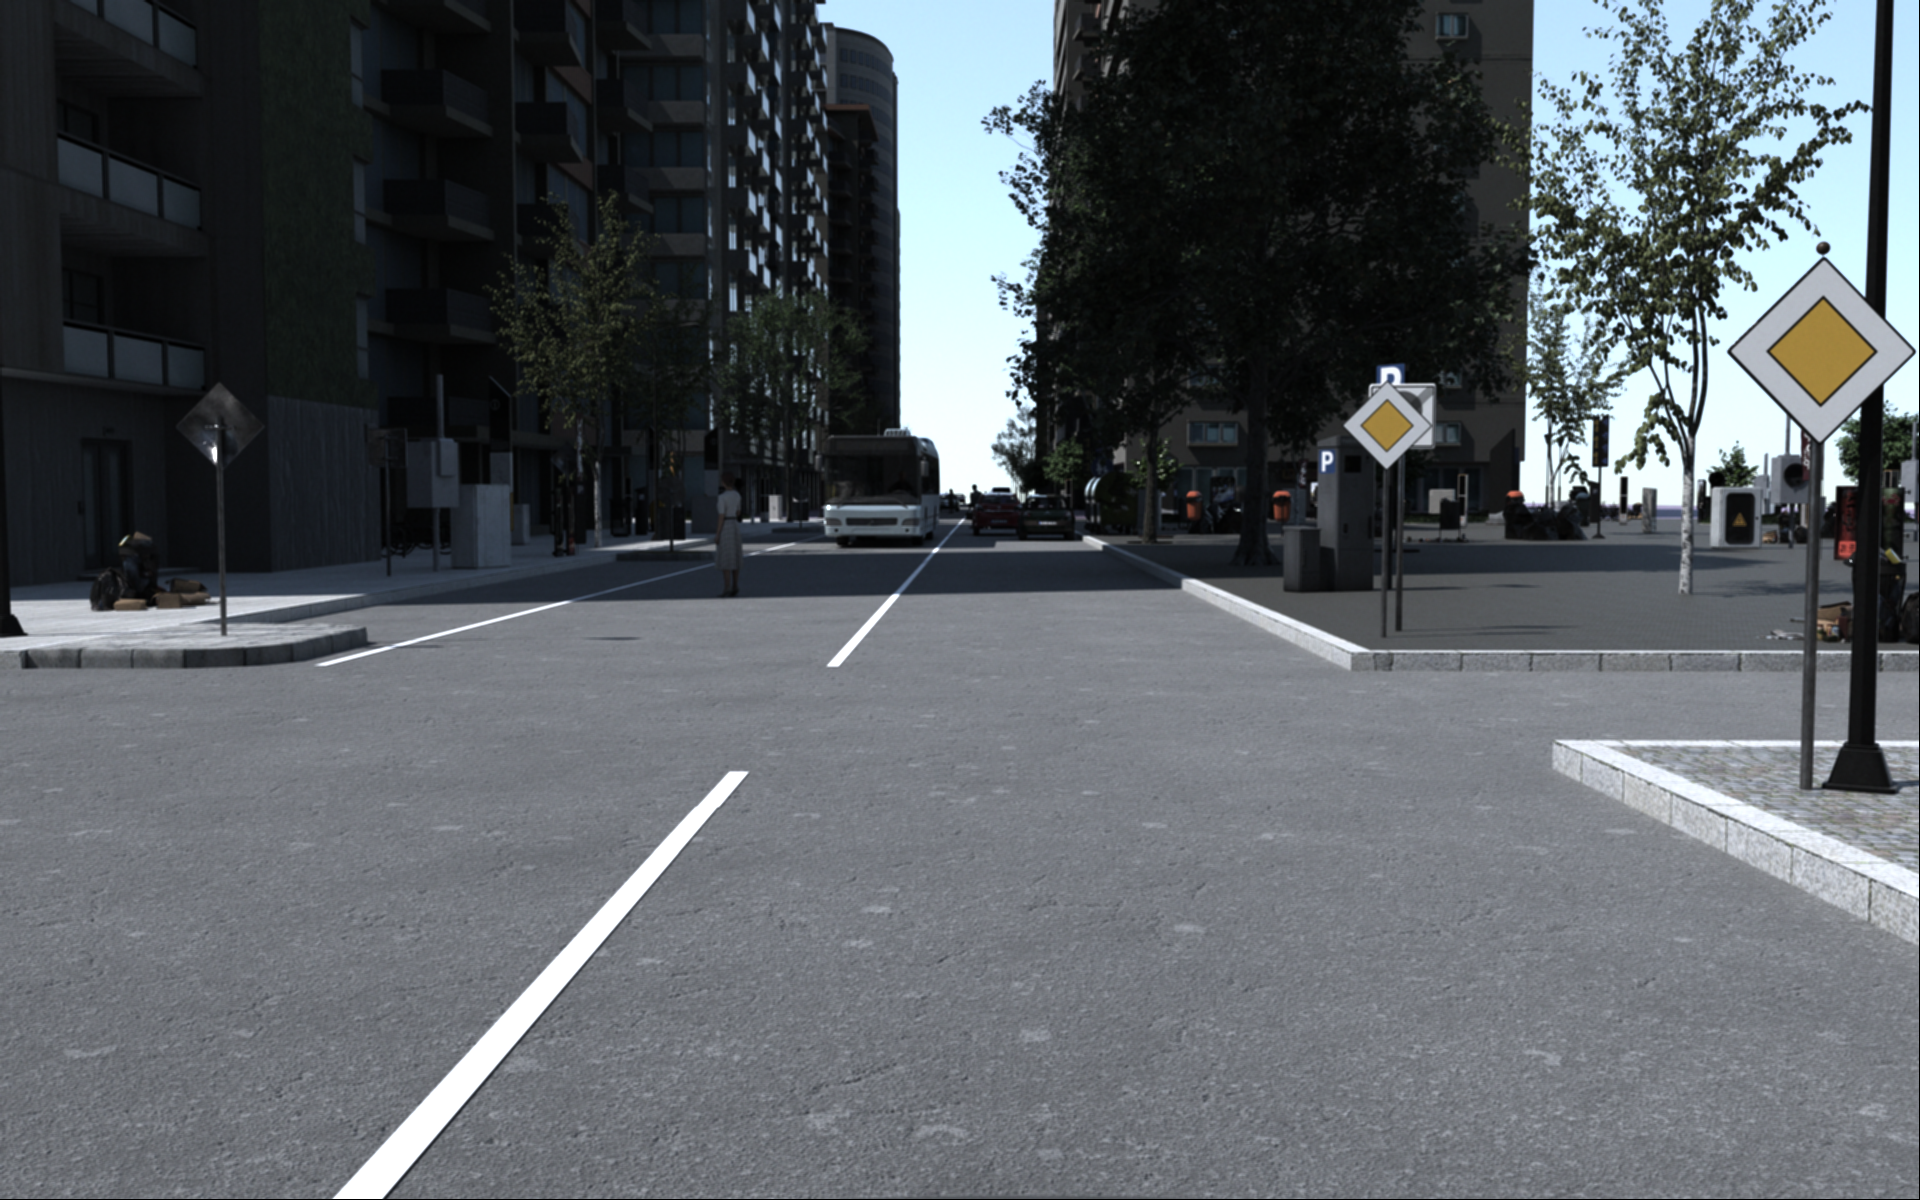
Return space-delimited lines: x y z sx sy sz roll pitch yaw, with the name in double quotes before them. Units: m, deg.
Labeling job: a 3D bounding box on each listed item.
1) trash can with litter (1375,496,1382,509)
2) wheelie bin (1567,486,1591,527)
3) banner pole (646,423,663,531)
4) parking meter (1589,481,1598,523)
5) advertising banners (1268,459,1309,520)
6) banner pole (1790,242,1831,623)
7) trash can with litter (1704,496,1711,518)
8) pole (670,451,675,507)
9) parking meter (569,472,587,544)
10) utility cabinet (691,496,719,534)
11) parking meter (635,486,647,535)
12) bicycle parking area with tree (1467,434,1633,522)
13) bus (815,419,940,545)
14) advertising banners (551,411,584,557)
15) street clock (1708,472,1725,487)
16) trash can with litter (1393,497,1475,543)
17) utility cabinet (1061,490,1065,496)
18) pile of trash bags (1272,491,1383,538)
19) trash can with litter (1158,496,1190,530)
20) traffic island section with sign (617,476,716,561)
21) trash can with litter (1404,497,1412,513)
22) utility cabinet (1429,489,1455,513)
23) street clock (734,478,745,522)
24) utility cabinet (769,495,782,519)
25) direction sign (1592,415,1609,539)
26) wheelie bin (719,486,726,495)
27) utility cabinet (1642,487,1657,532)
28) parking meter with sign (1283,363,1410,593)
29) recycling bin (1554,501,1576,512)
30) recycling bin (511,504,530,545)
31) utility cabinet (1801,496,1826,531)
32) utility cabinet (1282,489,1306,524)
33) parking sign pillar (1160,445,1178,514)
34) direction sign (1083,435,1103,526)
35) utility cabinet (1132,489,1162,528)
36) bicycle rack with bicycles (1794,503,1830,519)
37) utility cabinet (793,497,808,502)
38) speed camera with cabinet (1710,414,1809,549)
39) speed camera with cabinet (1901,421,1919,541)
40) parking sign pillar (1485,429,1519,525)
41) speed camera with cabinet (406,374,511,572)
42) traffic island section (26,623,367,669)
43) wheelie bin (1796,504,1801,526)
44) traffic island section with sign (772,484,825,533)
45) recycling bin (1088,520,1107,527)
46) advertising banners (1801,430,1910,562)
"trash can with litter" 21.649 -4.779 89.523 0.624 1.170 1.055 0 4 -7
"wheelie bin" 24.389 -3.689 68.225 0.693 1.594 0.980 -2 4 -29
"banner pole" -10.775 -4.332 60.840 0.863 3.779 0.401 -3 5 -42
"parking meter" 28.178 -4.355 76.913 0.399 1.863 0.255 0 4 5
"advertising banners" 16.300 -5.489 85.940 2.074 3.025 0.090 0 4 -8
"banner pole" 8.447 -1.655 17.082 0.401 3.779 0.863 2 4 29
"trash can with litter" 39.030 -4.805 89.955 1.055 1.170 0.624 -2 4 -31
"pole" -13.654 -5.409 82.285 0.158 3.312 0.155 0 3 0
"parking meter" -9.806 -2.369 44.451 0.255 1.863 0.399 3 5 39
"utility cabinet" -8.216 -2.763 56.344 1.020 1.237 0.306 0 4 -1
"parking meter" -9.963 -2.794 54.095 0.372 1.533 0.369 0 3 0
"bicycle parking area with tree" 29.068 -6.009 85.242 9.016 4.147 8.231 3 4 38
"bus" -2.145 -3.439 51.079 2.948 3.499 13.247 0 4 2
"advertising banners" -8.129 -2.437 36.028 0.090 3.025 2.074 0 4 5
"street clock" 24.355 -3.132 55.780 0.471 2.002 0.358 2 4 32
"trash can with litter" 12.716 -2.161 46.394 2.233 1.210 1.678 1 4 11
"utility cabinet" 5.362 -4.900 88.786 0.318 1.500 1.173 0 4 -3
"pile of trash bags" 11.051 -2.567 51.717 3.447 1.369 1.912 1 4 8
"trash can with litter" 7.653 -3.105 61.829 2.233 1.210 1.678 -3 5 -42
"traffic island section with sign" -6.354 -1.794 37.954 1.989 1.847 2.006 0 4 1
"trash can with litter" 23.222 -4.761 89.234 1.055 1.170 0.624 1 4 10
"utility cabinet" 23.068 -4.541 82.921 1.173 1.500 0.318 3 4 37
"street clock" -9.994 -4.521 78.481 0.471 2.002 0.358 2 4 26
"utility cabinet" -9.640 -4.794 89.550 1.020 1.237 0.306 3 5 42
"direction sign" 18.484 -3.549 50.031 0.379 3.537 0.876 0 4 -8
"wheelie bin" -9.867 -3.862 71.052 0.980 1.594 0.693 -2 4 -25
"utility cabinet" 23.045 -3.008 57.858 0.318 1.500 1.173 2 4 29
"parking meter with sign" 5.093 -1.632 22.947 1.738 3.016 0.543 -2 4 -29
"recycling bin" 22.450 -3.172 64.417 0.722 1.027 0.722 0 4 2
"recycling bin" -11.241 -1.896 43.553 0.722 1.027 0.722 0 4 -4
"utility cabinet" 29.247 -2.948 59.354 1.020 1.237 0.306 -2 4 -32
"utility cabinet" 14.232 -3.981 73.771 1.173 1.500 0.318 -3 4 -37
"parking sign pillar" 10.515 -6.145 88.935 1.447 3.967 1.447 3 4 37
"direction sign" 5.116 -4.578 66.852 0.876 3.537 0.379 -2 4 -27
"utility cabinet" 6.996 -3.458 65.209 1.173 1.500 0.318 2 4 30
"bicycle rack with bicycles" 33.067 -3.231 66.217 2.852 0.926 2.925 0 4 4
"utility cabinet" -8.032 -4.653 87.233 0.306 1.237 1.020 -2 4 -35
"speed camera with cabinet" 18.772 -2.831 40.624 2.038 3.252 0.660 0 4 2
"speed camera with cabinet" 25.285 -3.204 46.721 2.038 3.252 0.660 -1 4 -14
"parking sign pillar" 22.625 -5.108 71.994 1.447 3.967 1.447 -2 4 -26
"speed camera with cabinet" -8.513 -2.148 29.453 0.660 3.252 2.038 1 4 23
"traffic island section" -6.681 0.404 15.670 2.009 0.180 2.903 0 4 1
"wheelie bin" 34.263 -3.790 69.874 0.980 1.594 0.693 -1 4 -12
"traffic island section with sign" -5.946 -3.442 64.906 1.989 1.847 2.006 0 4 1
"recycling bin" 5.451 -3.430 68.632 0.722 1.027 0.722 0 4 -2
"advertising banners" 17.229 -2.281 33.476 0.090 3.025 2.074 -3 5 -44
